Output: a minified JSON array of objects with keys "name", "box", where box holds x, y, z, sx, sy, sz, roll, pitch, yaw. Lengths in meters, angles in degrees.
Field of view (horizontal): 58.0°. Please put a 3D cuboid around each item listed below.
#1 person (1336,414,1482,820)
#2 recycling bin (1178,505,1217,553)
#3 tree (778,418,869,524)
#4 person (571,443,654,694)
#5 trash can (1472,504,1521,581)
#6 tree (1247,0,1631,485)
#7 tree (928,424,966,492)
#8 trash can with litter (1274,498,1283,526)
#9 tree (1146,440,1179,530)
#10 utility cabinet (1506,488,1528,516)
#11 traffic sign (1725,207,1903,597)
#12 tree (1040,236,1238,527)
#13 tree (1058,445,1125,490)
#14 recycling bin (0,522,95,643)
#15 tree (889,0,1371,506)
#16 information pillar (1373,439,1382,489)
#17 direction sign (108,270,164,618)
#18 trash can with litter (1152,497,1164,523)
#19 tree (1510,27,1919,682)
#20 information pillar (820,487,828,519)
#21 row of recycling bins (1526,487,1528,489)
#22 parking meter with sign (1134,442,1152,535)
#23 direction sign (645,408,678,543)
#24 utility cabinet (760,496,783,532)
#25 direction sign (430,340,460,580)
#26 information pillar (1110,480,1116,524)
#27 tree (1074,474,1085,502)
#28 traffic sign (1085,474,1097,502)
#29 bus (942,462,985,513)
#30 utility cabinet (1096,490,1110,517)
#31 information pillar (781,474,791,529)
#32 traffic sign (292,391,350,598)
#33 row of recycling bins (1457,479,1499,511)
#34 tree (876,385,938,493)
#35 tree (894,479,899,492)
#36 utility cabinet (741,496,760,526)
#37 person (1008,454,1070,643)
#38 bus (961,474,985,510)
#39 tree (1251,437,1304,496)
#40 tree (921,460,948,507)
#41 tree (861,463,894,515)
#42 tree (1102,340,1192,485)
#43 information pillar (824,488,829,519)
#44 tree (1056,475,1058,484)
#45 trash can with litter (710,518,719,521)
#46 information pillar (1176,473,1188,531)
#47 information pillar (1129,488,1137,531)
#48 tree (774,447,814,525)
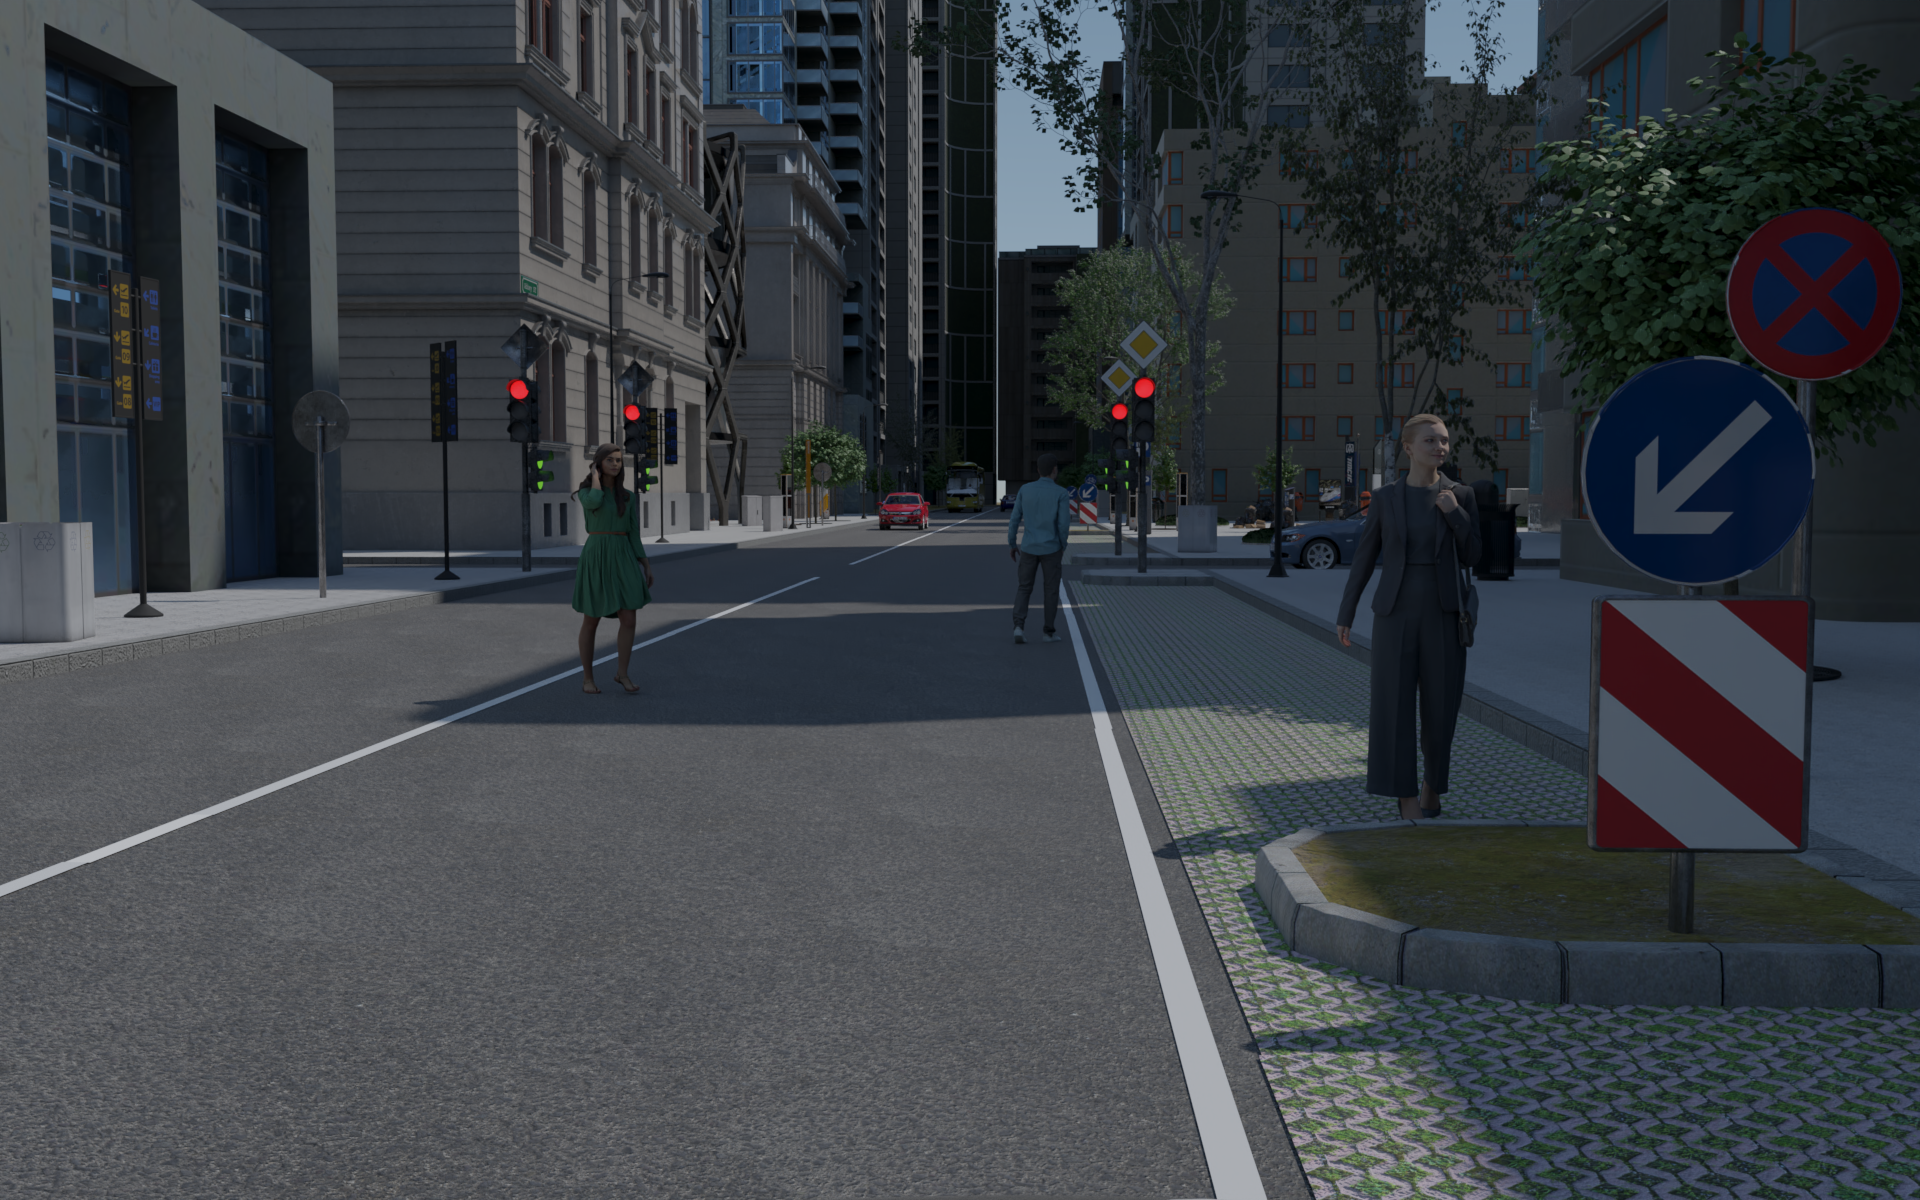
[{"name":"person","box":[1.957,0.087,7.492,0.576,1.772,0.534,0,4,-7]},{"name":"recycling bin","box":[5.238,-1.568,38.190,0.722,1.027,0.722,2,4,23]},{"name":"tree","box":[-6.142,-5.559,74.605,4.285,4.588,4.351,0,3,0]},{"name":"person","box":[-2.525,-0.226,12.449,0.529,1.795,0.600,3,5,42]},{"name":"trash can","box":[7.935,-0.862,25.754,0.748,1.137,0.748,0,3,0]},{"name":"tree","box":[5.501,-4.328,21.130,4.360,8.622,3.978,0,3,0]},{"name":"tree","box":[-1.260,-14.094,180.797,4.737,8.622,4.395,0,3,0]},{"name":"trash can with litter","box":[9.460,-2.444,51.021,1.678,1.210,2.233,0,4,5]},{"name":"tree","box":[7.456,-4.145,62.372,1.663,3.219,1.824,0,3,0]},{"name":"utility cabinet","box":[22.172,-3.651,68.372,1.173,1.500,0.318,-1,4,-16]},{"name":"traffic sign","box":[3.800,-0.471,7.800,0.768,2.556,0.104,0,4,3]},{"name":"tree","box":[6.915,-8.745,68.734,9.928,11.665,9.643,0,3,0]},{"name":"tree","box":[9.663,-8.134,116.703,4.285,4.588,4.351,0,3,0]},{"name":"recycling bin","box":[-8.103,-0.163,15.223,0.722,1.027,0.722,-1,4,-9]},{"name":"tree","box":[5.058,-11.568,45.027,12.611,20.169,13.585,0,3,0]},{"name":"information pillar","box":[17.626,-5.006,73.201,0.504,3.616,0.183,-3,5,-40]},{"name":"direction sign","box":[-8.530,-1.590,17.994,0.379,3.537,0.876,0,4,6]},{"name":"trash can with litter","box":[8.909,-4.022,77.144,1.055,1.170,0.624,-3,5,-44]},{"name":"tree","box":[5.621,-1.753,12.380,4.285,4.588,4.351,0,3,0]},{"name":"information pillar","box":[-6.895,-5.879,87.477,0.504,3.616,0.183,3,4,38]},{"name":"row of recycling bins","box":[27.838,-4.456,79.966,3.534,1.692,1.069,0,4,4]},{"name":"parking meter with sign","box":[5.892,-3.622,55.487,0.543,3.016,1.738,0,4,1]},{"name":"direction sign","box":[-7.850,-3.275,45.551,0.876,3.537,0.379,-2,4,-26]},{"name":"utility cabinet","box":[-6.419,-2.950,59.387,0.306,1.237,1.020,1,4,19]},{"name":"direction sign","box":[-7.695,-2.073,25.886,0.379,3.537,0.876,-3,5,-40]},{"name":"information pillar","box":[6.595,-4.258,74.109,0.304,2.012,0.304,1,4,15]},{"name":"tree","box":[10.334,-9.308,146.780,1.663,3.219,1.824,0,3,0]},{"name":"traffic sign","box":[8.345,-6.743,110.359,0.768,2.556,0.104,1,4,9]},{"name":"bus","box":[0.440,-8.824,135.818,2.896,3.916,12.252,0,4,3]},{"name":"utility cabinet","box":[8.090,-5.322,95.696,1.173,1.500,0.318,-2,4,-26]},{"name":"information pillar","box":[-6.463,-3.673,64.545,0.304,2.012,0.304,3,4,37]},{"name":"traffic sign","box":[-7.877,-1.299,21.342,0.768,2.556,0.104,1,4,9]},{"name":"row of recycling bins","box":[13.543,-2.547,48.763,3.534,1.692,1.069,-1,4,-20]},{"name":"tree","box":[-3.567,-10.235,117.705,4.360,8.622,3.978,0,3,0]},{"name":"tree","box":[-4.707,-7.257,113.253,1.663,3.219,1.824,0,3,0]},{"name":"utility cabinet","box":[-8.311,-3.553,69.249,0.306,1.237,1.020,2,4,28]},{"name":"person","box":[0.743,-0.500,16.692,0.660,1.820,0.620,1,4,20]},{"name":"bus","box":[0.666,-10.000,155.042,2.896,3.916,12.252,0,4,4]},{"name":"tree","box":[10.693,-3.941,59.044,1.663,3.219,1.824,0,3,0]},{"name":"tree","box":[-2.075,-11.244,167.547,4.285,4.588,4.351,0,3,0]},{"name":"tree","box":[-5.336,-6.854,106.660,1.663,3.219,1.824,0,3,0]},{"name":"tree","box":[8.626,-7.882,79.231,4.737,8.622,4.395,0,3,0]},{"name":"information pillar","box":[-6.857,-5.155,88.772,0.304,2.012,0.304,0,4,-7]},{"name":"tree","box":[11.753,-12.091,181.403,4.285,4.588,4.351,0,3,0]},{"name":"trash can with litter","box":[-11.879,-4.346,82.112,1.678,1.210,2.233,1,4,14]},{"name":"information pillar","box":[7.704,-3.404,60.147,0.304,2.012,0.304,-1,4,-14]},{"name":"information pillar","box":[6.164,-3.459,61.042,0.304,2.012,0.304,2,4,32]},{"name":"tree","box":[-7.032,-4.671,70.975,1.663,3.219,1.824,0,3,0]}]
